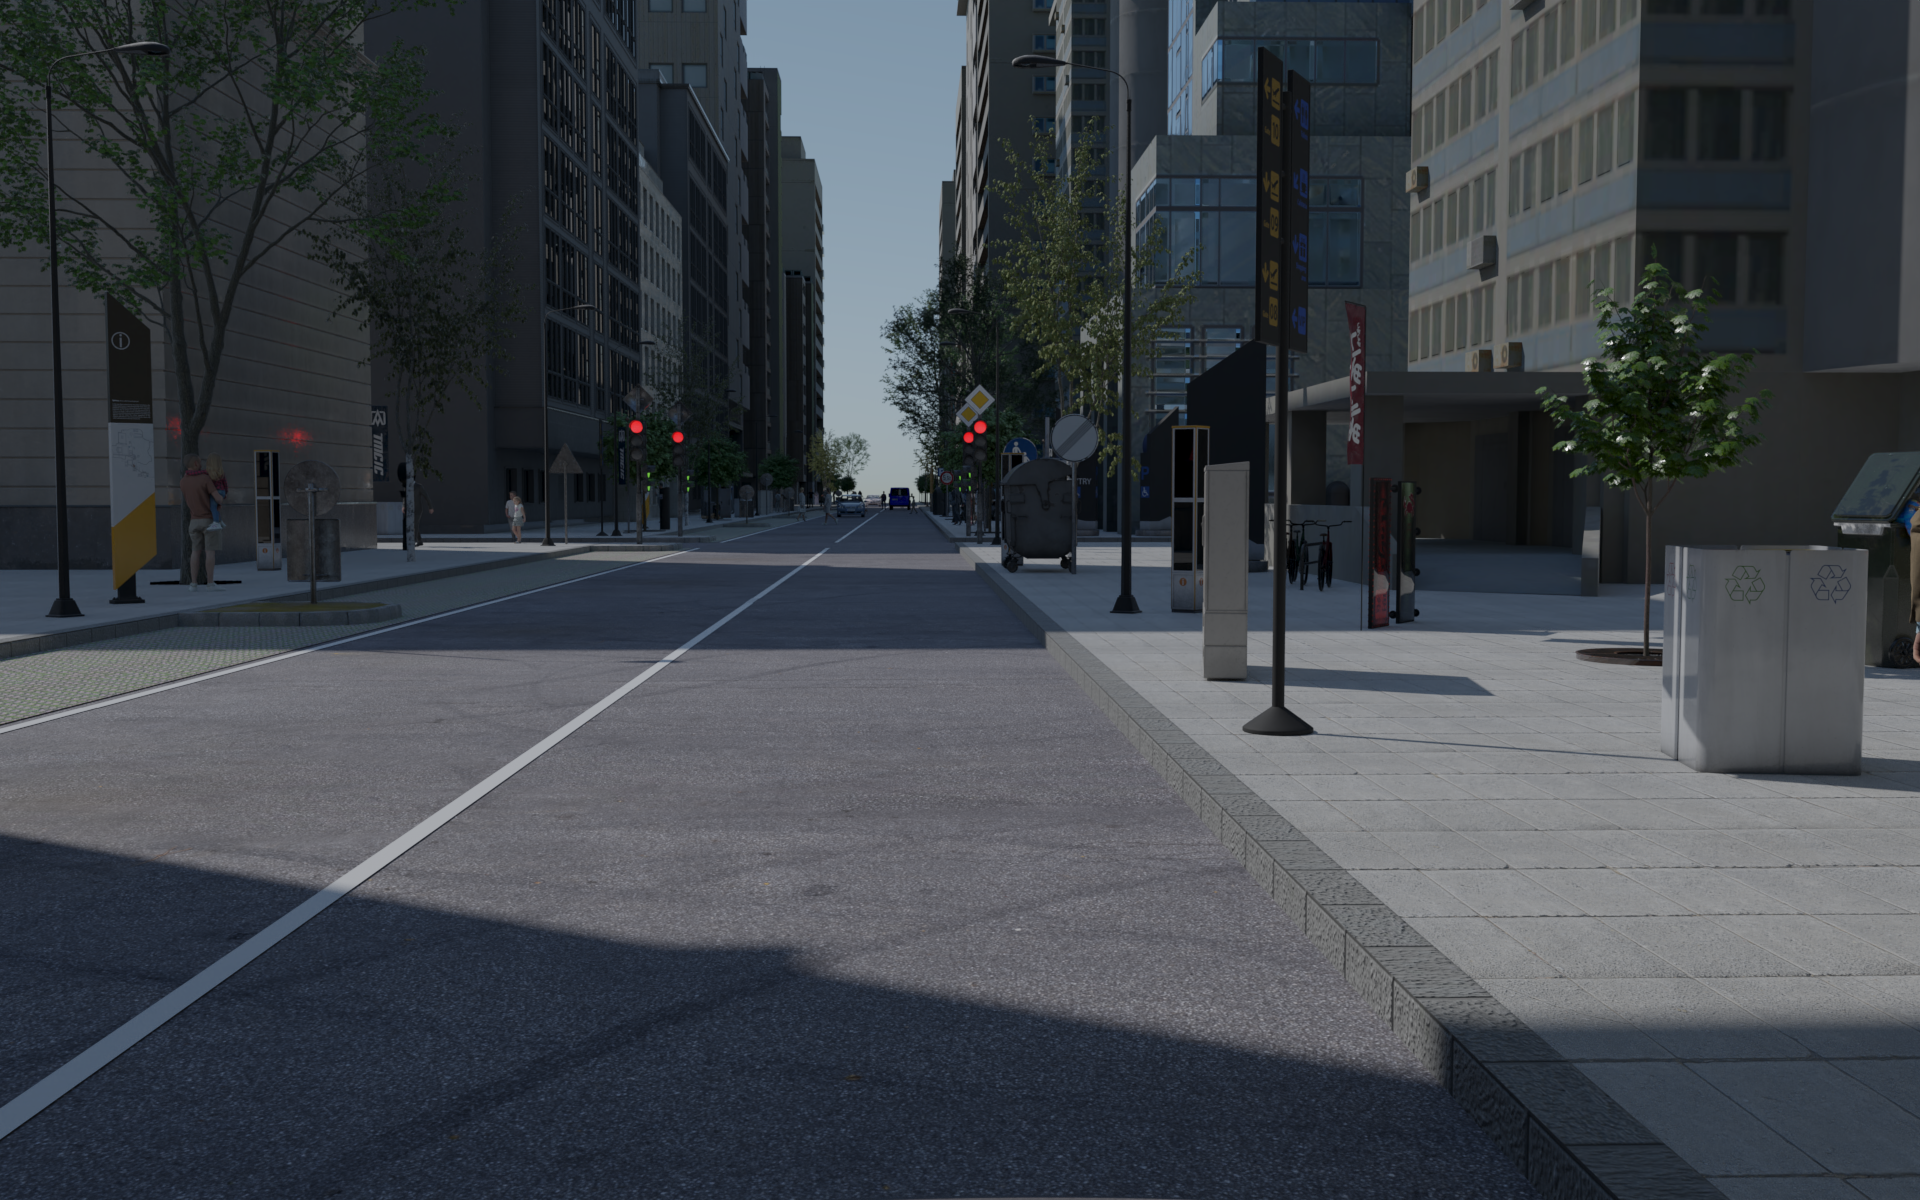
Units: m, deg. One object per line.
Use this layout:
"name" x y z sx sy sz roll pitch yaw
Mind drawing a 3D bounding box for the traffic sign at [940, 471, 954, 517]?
"traffic sign" -0.715 -5.819 95.254 0.768 2.556 0.104 0 4 7

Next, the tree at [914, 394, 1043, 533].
"tree" 1.024 -4.477 56.906 4.285 4.588 4.351 0 3 0

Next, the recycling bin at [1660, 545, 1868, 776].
"recycling bin" 3.805 0.264 8.241 0.722 1.027 0.722 0 4 8

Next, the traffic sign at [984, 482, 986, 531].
"traffic sign" 0.855 -3.635 59.540 0.768 2.556 0.104 0 4 2

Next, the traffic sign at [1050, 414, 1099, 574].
"traffic sign" 1.822 -1.683 27.617 0.768 2.556 0.104 0 4 6

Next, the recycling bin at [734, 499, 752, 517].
"recycling bin" -11.938 -5.066 95.382 0.722 1.027 0.722 2 4 35

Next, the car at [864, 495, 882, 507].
"car" -9.893 -11.280 196.789 2.083 1.381 4.827 0 4 -3

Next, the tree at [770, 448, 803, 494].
"tree" -12.696 -8.452 121.902 4.285 4.588 4.351 0 3 0

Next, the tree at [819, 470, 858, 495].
"tree" -16.430 -14.538 221.417 4.285 4.588 4.351 0 3 0

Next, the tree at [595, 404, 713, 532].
"tree" -10.863 -4.639 59.557 4.285 4.588 4.351 0 3 0

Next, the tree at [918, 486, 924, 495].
"tree" -3.125 -10.988 174.251 1.663 3.219 1.824 0 3 0

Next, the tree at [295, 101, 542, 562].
"tree" -10.198 -5.036 32.706 4.360 8.622 3.978 0 3 0

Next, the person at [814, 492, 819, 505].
"person" -17.355 -12.254 209.520 0.621 1.740 0.551 3 4 37

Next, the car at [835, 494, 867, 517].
"car" -6.813 -5.886 108.243 2.014 1.417 4.499 0 4 -3

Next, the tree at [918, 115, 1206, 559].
"tree" 2.369 -5.115 33.986 4.737 8.622 4.395 0 3 0

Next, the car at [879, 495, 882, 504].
"car" -12.289 -14.802 254.584 1.945 1.354 3.894 0 4 -3

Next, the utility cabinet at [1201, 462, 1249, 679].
"utility cabinet" 1.882 -0.227 12.391 0.318 1.500 1.173 0 4 8

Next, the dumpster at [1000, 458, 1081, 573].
"dumpster" 1.344 -1.412 28.847 1.264 1.857 1.865 0 4 -2

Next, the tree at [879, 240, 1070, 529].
"tree" 0.676 -7.929 64.048 7.601 10.594 8.767 1 4 12

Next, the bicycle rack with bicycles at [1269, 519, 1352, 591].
"bicycle rack with bicycles" 4.276 -0.670 24.335 2.852 0.926 2.925 2 4 24

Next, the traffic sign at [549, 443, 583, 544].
"traffic sign" -10.068 -2.705 44.231 0.884 2.594 0.081 0 4 -1

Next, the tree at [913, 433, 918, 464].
"tree" -1.555 -11.342 135.810 4.737 8.622 4.395 0 3 0

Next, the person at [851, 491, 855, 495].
"person" -11.764 -11.136 190.652 1.350 1.814 0.705 -2 4 -32

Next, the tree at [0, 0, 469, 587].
"tree" -10.793 -6.035 24.426 9.928 11.665 9.643 0 3 0

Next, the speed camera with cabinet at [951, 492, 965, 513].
"speed camera with cabinet" 0.243 -6.994 108.687 0.660 3.252 2.038 3 4 36

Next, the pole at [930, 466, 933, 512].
"pole" -2.030 -7.962 124.016 0.158 3.312 0.155 0 3 0

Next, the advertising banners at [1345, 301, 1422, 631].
"advertising banners" 4.047 -1.248 16.601 0.090 3.025 2.074 2 4 33

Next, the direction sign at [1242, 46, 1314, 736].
"direction sign" 1.718 -1.055 9.251 0.379 3.537 0.876 2 4 27

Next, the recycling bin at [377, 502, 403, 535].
"recycling bin" -18.064 -2.570 54.578 0.722 1.027 0.722 2 4 26

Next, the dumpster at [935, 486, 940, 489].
"dumpster" -1.251 -7.076 121.444 1.264 1.857 1.865 0 4 -2

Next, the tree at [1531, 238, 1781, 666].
"tree" 5.172 -1.141 13.264 1.663 3.219 1.824 0 3 0

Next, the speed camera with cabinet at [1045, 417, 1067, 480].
"speed camera with cabinet" 1.994 -3.034 43.938 0.660 3.252 2.038 3 4 36

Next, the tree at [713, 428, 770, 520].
"tree" -11.960 -6.171 84.616 4.285 4.588 4.351 0 3 0

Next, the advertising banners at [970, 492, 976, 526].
"advertising banners" 0.443 -4.526 70.184 0.090 3.025 2.074 1 4 10

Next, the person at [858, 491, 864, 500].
"person" -8.698 -8.568 149.315 0.721 1.735 1.217 3 4 37

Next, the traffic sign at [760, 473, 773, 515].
"traffic sign" -11.825 -6.472 105.917 0.768 2.556 0.104 0 4 -2

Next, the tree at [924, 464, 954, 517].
"tree" -0.688 -6.274 97.189 1.663 3.219 1.824 0 3 0

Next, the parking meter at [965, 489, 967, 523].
"parking meter" 0.387 -4.146 76.195 0.372 1.533 0.369 0 3 0

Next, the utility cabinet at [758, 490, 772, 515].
"utility cabinet" -12.224 -6.038 107.394 0.318 1.500 1.173 1 4 21

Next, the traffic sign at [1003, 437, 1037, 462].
"traffic sign" 1.353 -2.380 39.025 0.768 2.556 0.104 0 4 -1

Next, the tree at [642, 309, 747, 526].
"tree" -10.865 -7.317 70.003 4.360 8.622 3.978 0 3 0

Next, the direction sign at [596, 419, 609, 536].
"direction sign" -10.970 -3.731 52.994 0.379 3.537 0.876 0 4 -7

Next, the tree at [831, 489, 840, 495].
"tree" -17.928 -15.423 246.773 1.663 3.219 1.824 0 3 0

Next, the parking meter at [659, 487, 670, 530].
"parking meter" -10.642 -3.305 62.445 0.372 1.533 0.369 0 3 0

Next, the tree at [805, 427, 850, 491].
"tree" -15.619 -15.196 198.817 4.737 8.622 4.395 0 3 0

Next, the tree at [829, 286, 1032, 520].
"tree" -0.207 -9.780 85.654 9.928 11.665 9.643 0 3 0
